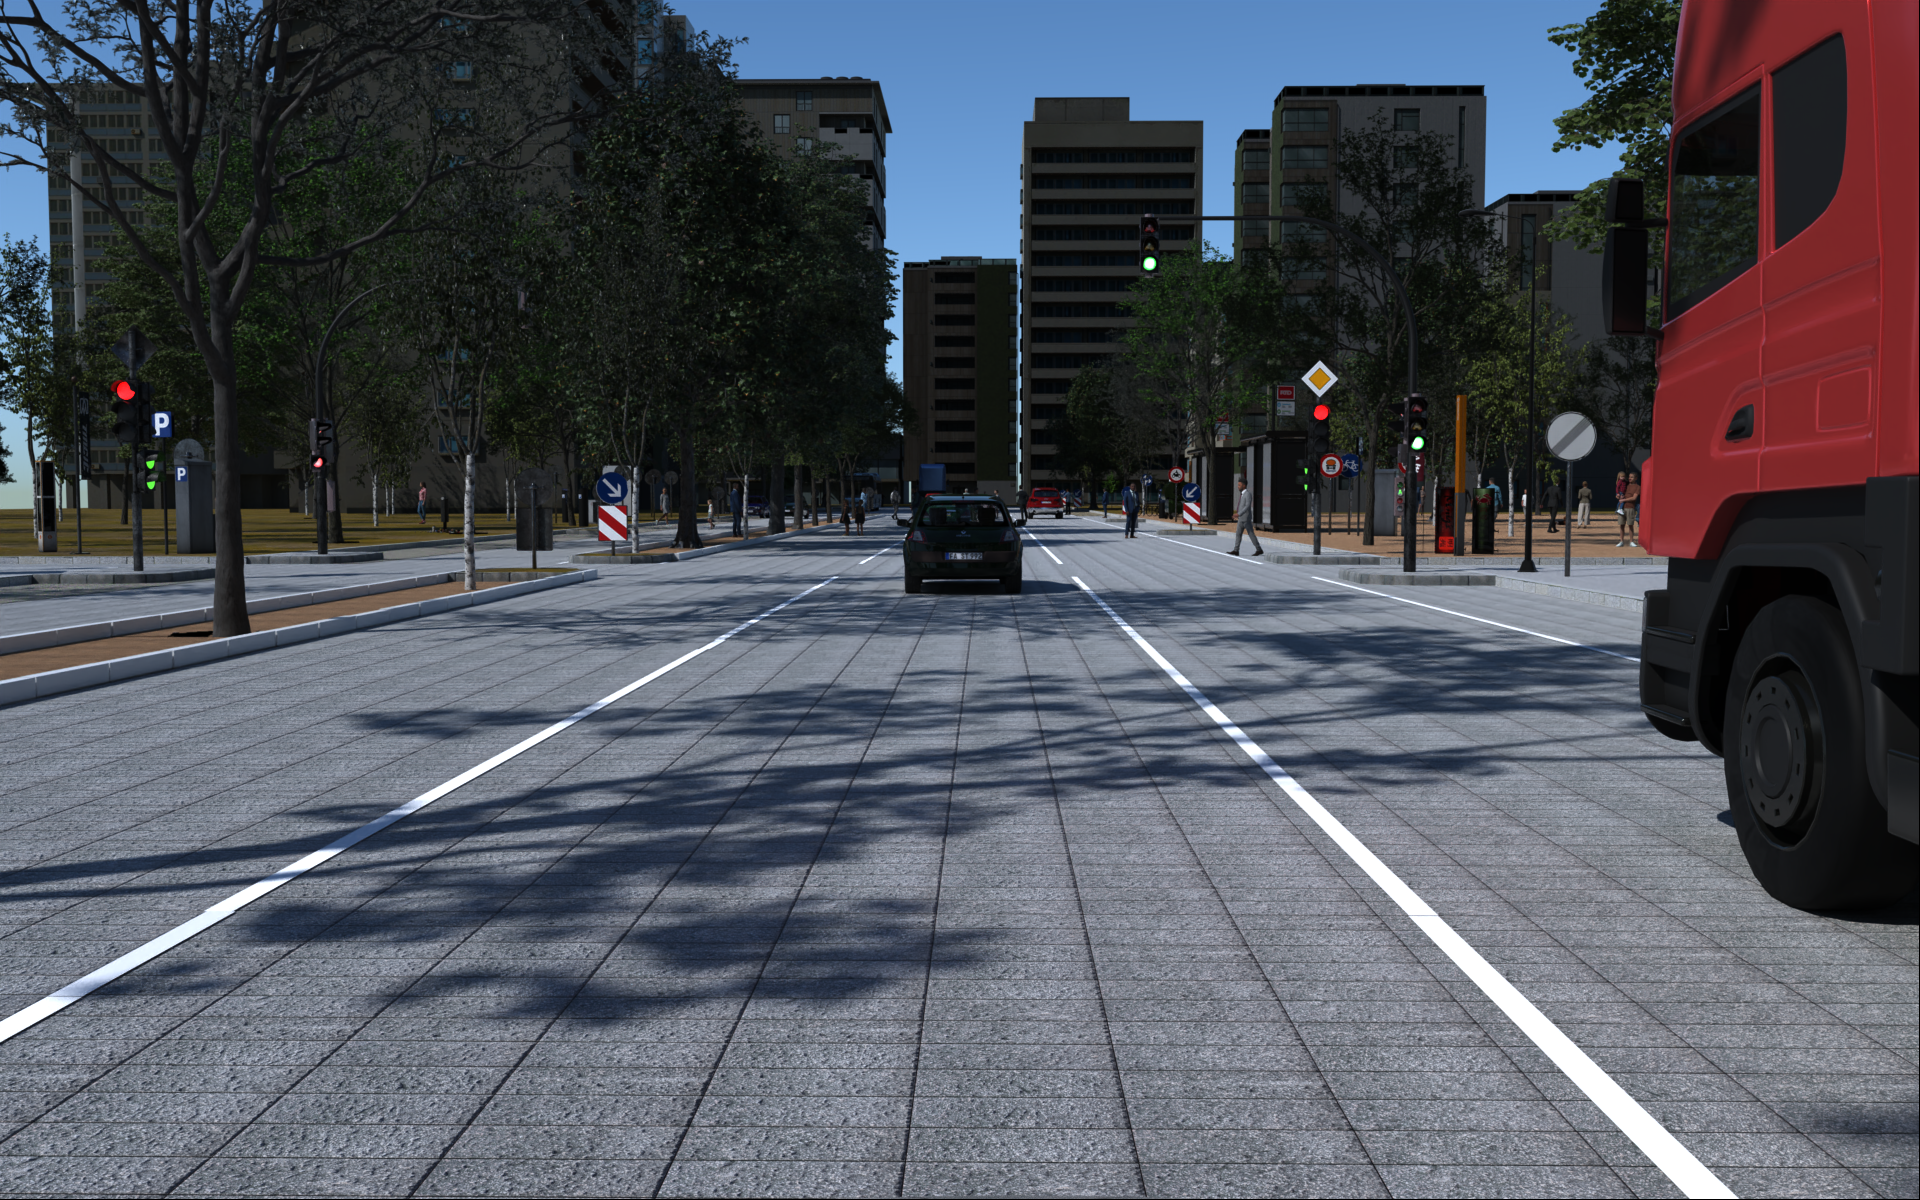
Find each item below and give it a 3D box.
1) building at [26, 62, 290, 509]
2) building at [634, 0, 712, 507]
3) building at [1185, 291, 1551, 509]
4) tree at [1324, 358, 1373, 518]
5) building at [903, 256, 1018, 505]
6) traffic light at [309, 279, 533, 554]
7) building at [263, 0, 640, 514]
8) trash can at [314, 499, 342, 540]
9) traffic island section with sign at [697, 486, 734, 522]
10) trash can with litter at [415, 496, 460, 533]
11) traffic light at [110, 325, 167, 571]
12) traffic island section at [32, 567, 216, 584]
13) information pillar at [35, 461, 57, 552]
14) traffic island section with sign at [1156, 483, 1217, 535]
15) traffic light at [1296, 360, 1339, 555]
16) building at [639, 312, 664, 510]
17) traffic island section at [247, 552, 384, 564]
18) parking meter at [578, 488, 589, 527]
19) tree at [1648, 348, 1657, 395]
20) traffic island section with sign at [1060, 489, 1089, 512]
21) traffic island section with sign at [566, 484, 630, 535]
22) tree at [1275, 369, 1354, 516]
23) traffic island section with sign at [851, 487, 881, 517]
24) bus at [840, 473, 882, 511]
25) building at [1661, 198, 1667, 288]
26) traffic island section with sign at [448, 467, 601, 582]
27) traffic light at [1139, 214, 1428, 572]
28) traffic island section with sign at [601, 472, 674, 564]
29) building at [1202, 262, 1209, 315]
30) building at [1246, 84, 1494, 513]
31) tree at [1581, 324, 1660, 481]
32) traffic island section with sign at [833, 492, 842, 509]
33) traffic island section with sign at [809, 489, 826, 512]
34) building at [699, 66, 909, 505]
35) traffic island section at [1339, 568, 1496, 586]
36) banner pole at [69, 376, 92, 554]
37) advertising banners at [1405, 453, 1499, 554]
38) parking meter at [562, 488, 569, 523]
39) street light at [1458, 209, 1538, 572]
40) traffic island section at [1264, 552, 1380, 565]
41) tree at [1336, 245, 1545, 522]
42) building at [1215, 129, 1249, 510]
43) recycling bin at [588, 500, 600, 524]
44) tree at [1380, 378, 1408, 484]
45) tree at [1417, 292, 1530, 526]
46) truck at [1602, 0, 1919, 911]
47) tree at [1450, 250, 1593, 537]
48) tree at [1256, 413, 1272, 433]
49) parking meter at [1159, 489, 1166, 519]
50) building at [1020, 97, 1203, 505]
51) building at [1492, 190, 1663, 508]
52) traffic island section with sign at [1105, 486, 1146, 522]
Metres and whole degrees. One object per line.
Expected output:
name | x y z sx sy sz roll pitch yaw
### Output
building | -67.977 -28.731 161.630 23.993 40.220 32.217 0 4 1
building | -39.835 -33.374 165.267 30.456 49.044 23.786 0 4 1
building | 36.567 -19.387 162.018 27.650 21.520 28.899 0 4 1
tree | 21.208 -8.748 93.397 4.737 8.622 4.395 0 3 0
building | 0.054 -27.019 213.468 14.107 30.474 14.160 0 4 1
traffic light | -11.454 -3.797 36.747 4.771 5.953 1.251 0 4 1
building | -35.652 -30.502 122.410 21.300 48.544 21.600 0 4 1
trash can | -17.883 -2.285 49.010 0.748 1.137 0.748 0 3 0
traffic island section with sign | -12.398 -4.897 88.701 1.989 1.847 2.006 0 4 1
trash can with litter | -17.198 -2.845 57.574 1.678 1.210 2.233 -1 4 -22
traffic light | -13.680 -2.437 28.763 0.839 4.253 0.868 0 4 1
traffic island section | -13.720 -0.405 28.898 2.009 0.180 2.903 0 4 1
information pillar | -20.160 -2.063 38.224 0.304 2.012 0.304 3 5 44
traffic island section with sign | 7.971 -3.211 61.121 1.989 1.847 2.006 0 4 1
traffic light | 7.511 -2.905 36.413 0.839 4.253 0.868 0 4 1
building | -32.476 -22.582 140.918 14.160 30.474 14.107 0 4 1
traffic island section | -13.587 -0.893 36.882 2.009 0.180 2.903 0 4 1
parking meter | -14.813 -3.653 68.139 0.372 1.533 0.369 0 3 0
tree | 31.687 -7.568 74.093 4.737 8.622 4.395 0 3 0
traffic island section with sign | 9.256 -7.943 138.502 1.989 1.847 2.006 0 4 1
traffic island section with sign | -12.843 -3.249 61.750 1.989 1.847 2.006 0 4 1
tree | 20.656 -9.150 99.963 4.360 8.622 3.978 0 3 0
traffic island section with sign | -5.926 -6.326 111.560 2.006 1.907 1.989 0 4 1
bus | -8.230 -9.234 145.843 2.948 3.499 13.247 0 4 0
building | 72.082 -24.234 167.927 14.107 30.474 14.160 0 4 1
traffic island section with sign | -7.300 -1.278 29.025 2.006 1.907 1.989 0 4 1
traffic light | 5.285 -3.282 28.322 4.771 5.953 1.251 0 4 1
traffic island section with sign | -7.168 -1.731 36.431 2.006 1.907 1.989 0 4 1
building | 36.311 -26.998 213.112 14.107 30.474 14.160 0 4 1
building | 29.292 -21.677 126.116 14.160 30.474 14.107 0 4 1
tree | 34.270 -9.474 89.307 7.601 10.594 8.767 -3 5 -44
traffic island section with sign | -11.109 -9.623 165.957 1.989 1.847 2.006 0 4 1
traffic island section with sign | -11.570 -7.951 138.622 1.989 1.847 2.006 0 4 1
building | -20.883 -38.573 219.904 27.495 52.752 28.713 0 4 1
traffic island section | 7.418 -0.383 28.542 2.009 0.180 2.903 0 4 1
banner pole | -18.820 -2.882 37.142 0.401 3.779 0.863 0 4 -1
advertising banners | 10.475 -2.503 37.106 2.074 3.025 0.090 1 4 22
parking meter | -17.719 -4.253 77.945 0.372 1.533 0.369 0 3 0
street light | 8.822 -3.416 28.392 1.470 5.913 1.316 0 4 1
traffic island section | 7.551 -0.871 36.526 2.009 0.180 2.903 0 4 1
tree | 22.186 -9.985 80.263 9.611 12.733 9.660 0 3 0
building | 28.880 -22.539 140.206 14.160 30.474 14.107 0 4 1
recycling bin | -16.023 -3.834 75.244 0.722 1.027 0.722 0 4 6
tree | 18.957 -7.269 69.207 4.360 8.622 3.978 0 3 0
tree | 19.023 -6.926 63.609 4.360 8.622 3.978 0 3 0
truck | 3.866 -0.831 2.505 2.839 4.237 11.283 0 4 2
tree | 16.590 -6.202 51.763 4.737 8.622 4.395 0 3 0
tree | 20.605 -9.645 108.057 4.360 8.622 3.978 0 3 0
parking meter | 10.611 -5.036 90.754 0.372 1.533 0.369 0 3 0
building | 18.210 -36.175 215.156 21.600 48.544 21.300 0 4 1
building | 57.951 -24.278 168.639 14.107 30.474 14.160 0 4 1
traffic island section with sign | 8.418 -4.878 88.381 1.989 1.847 2.006 0 4 1
